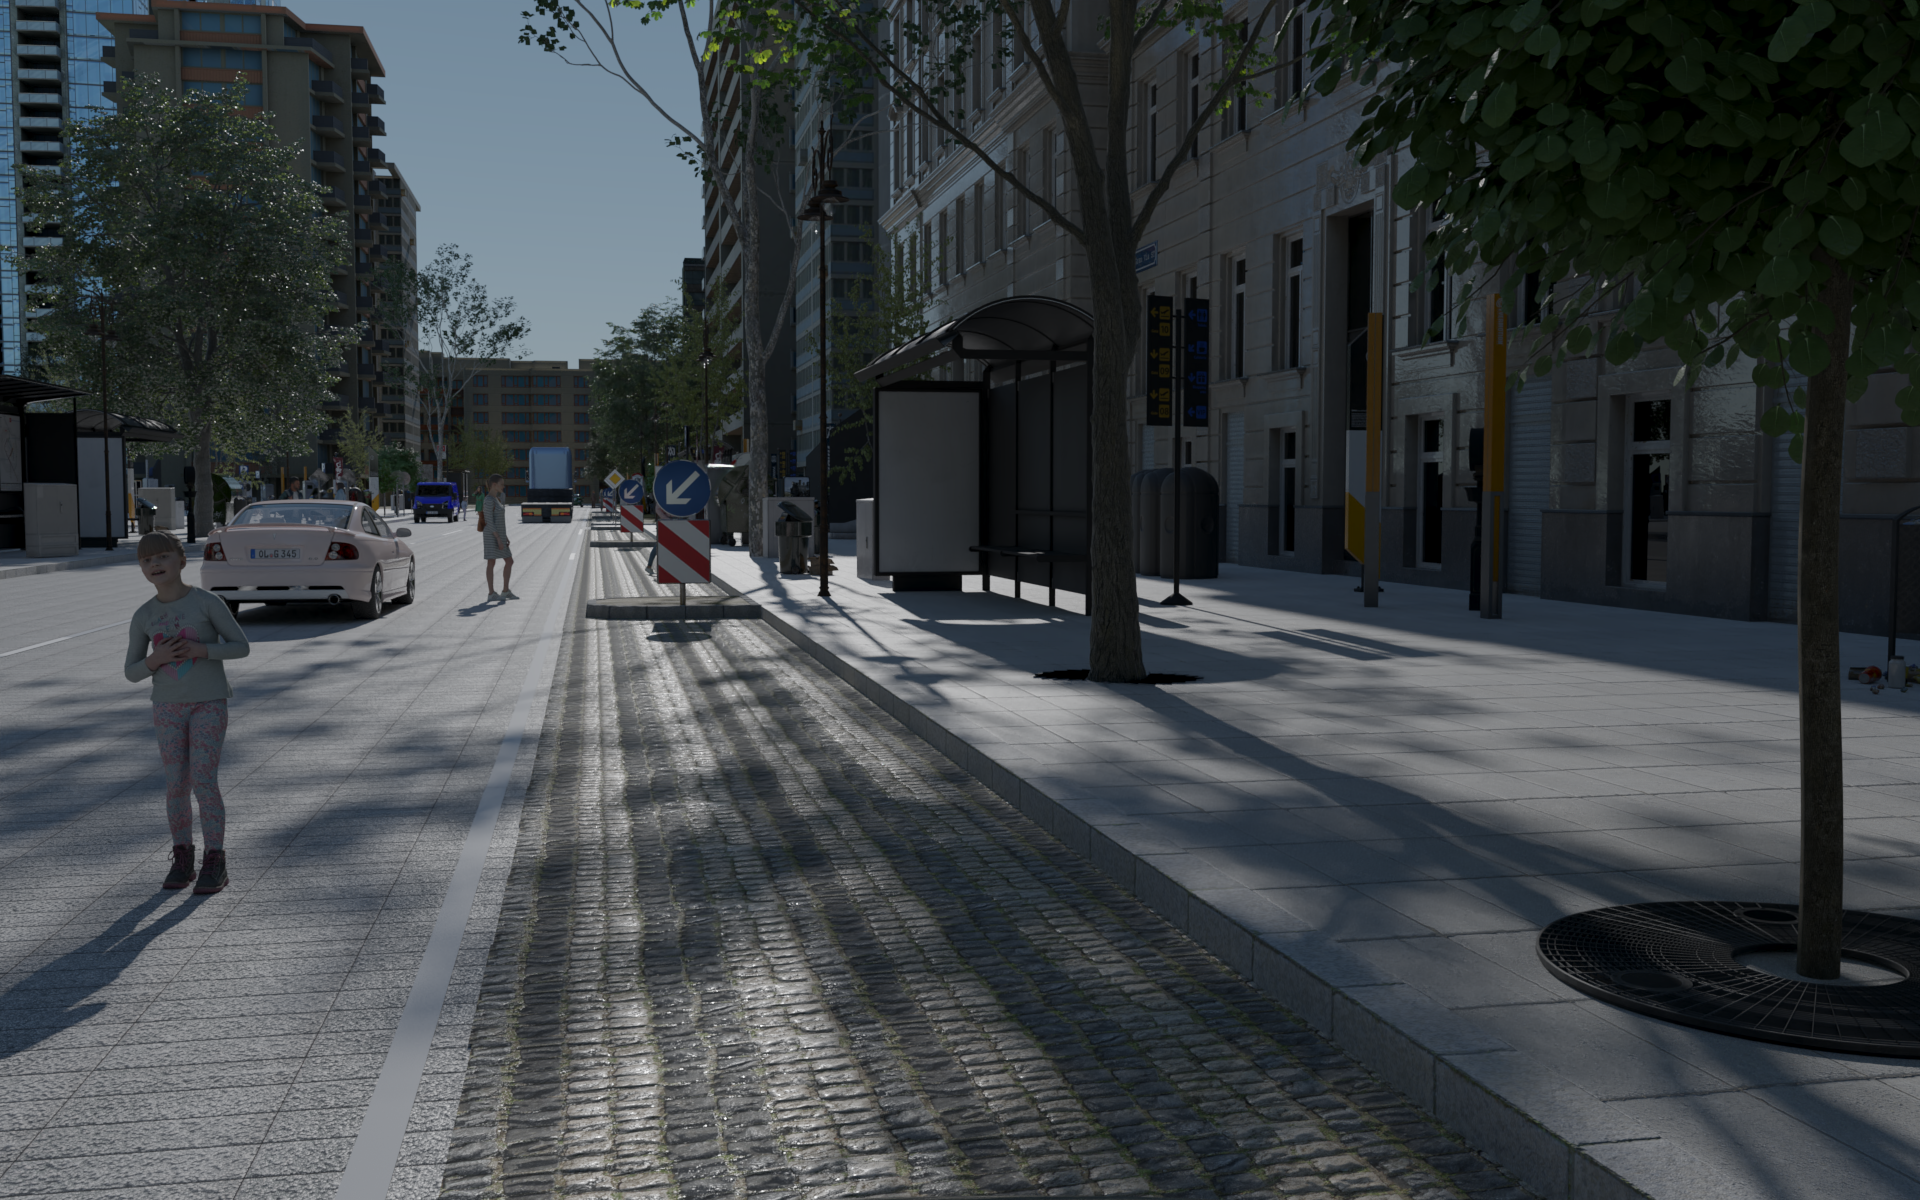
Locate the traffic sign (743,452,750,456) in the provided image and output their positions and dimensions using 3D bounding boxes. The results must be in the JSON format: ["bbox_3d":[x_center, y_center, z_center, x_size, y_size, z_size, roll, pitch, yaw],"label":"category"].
[{"bbox_3d":[-6.484,-3.235,53.005,0.768,2.556,0.104,0,4,-5],"label":"traffic sign"}]

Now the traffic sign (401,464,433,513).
[{"bbox_3d":[-37.358,-7.652,118.977,2.265,3.308,0.079,0,4,-5],"label":"traffic sign"}]

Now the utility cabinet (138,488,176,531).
[{"bbox_3d":[-27.840,-3.141,60.027,1.173,1.500,0.318,0,4,5],"label":"utility cabinet"}]

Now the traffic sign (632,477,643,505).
[{"bbox_3d":[-18.507,-5.953,99.455,0.606,2.300,0.079,0,4,-7],"label":"traffic sign"}]

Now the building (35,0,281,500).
[{"bbox_3d":[-105.134,-56.532,236.962,31.000,86.520,22.319,-1,4,-12],"label":"building"}]

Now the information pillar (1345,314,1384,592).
[{"bbox_3d":[5.285,-1.911,22.597,0.504,3.616,0.183,-1,4,-14],"label":"information pillar"}]

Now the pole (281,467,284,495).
[{"bbox_3d":[-51.317,-8.404,131.249,0.158,3.312,0.155,0,3,0],"label":"pole"}]

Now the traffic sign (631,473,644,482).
[{"bbox_3d":[-19.244,-6.317,103.386,0.768,2.556,0.104,0,4,-6],"label":"traffic sign"}]

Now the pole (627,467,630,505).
[{"bbox_3d":[-24.140,-8.089,126.103,0.158,3.312,0.155,0,3,0],"label":"pole"}]

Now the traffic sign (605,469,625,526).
[{"bbox_3d":[-13.750,-4.004,69.103,0.795,2.450,0.064,-1,4,-12],"label":"traffic sign"}]

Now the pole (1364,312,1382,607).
[{"bbox_3d":[4.672,-1.575,19.594,0.158,3.312,0.155,0,3,0],"label":"pole"}]

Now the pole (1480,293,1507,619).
[{"bbox_3d":[5.473,-1.462,17.750,0.158,3.312,0.155,0,3,0],"label":"pole"}]

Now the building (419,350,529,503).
[{"bbox_3d":[-76.018,-24.717,249.167,28.899,21.520,27.650,-1,4,-12],"label":"building"}]

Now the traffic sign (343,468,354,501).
[{"bbox_3d":[-30.539,-5.263,86.150,0.768,2.556,0.104,0,4,-3],"label":"traffic sign"}]

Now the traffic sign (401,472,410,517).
[{"bbox_3d":[-31.571,-6.005,98.281,0.768,2.556,0.104,-1,4,-10],"label":"traffic sign"}]

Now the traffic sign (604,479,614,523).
[{"bbox_3d":[-15.405,-4.482,76.915,0.795,2.450,0.064,-1,4,-12],"label":"traffic sign"}]

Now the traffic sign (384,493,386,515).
[{"bbox_3d":[-35.609,-6.549,107.184,0.768,2.556,0.104,0,4,-6],"label":"traffic sign"}]

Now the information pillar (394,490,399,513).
[{"bbox_3d":[-37.657,-6.803,115.726,0.304,2.012,0.304,-1,4,-8],"label":"information pillar"}]

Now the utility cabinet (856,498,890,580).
[{"bbox_3d":[-1.322,-0.920,26.199,0.306,1.237,1.020,-1,4,-17],"label":"utility cabinet"}]

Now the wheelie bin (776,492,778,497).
[{"bbox_3d":[-12.210,-6.404,112.619,0.980,1.594,0.693,-2,4,-30],"label":"wheelie bin"}]

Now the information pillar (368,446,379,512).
[{"bbox_3d":[-28.730,-5.719,84.855,0.183,3.616,0.504,3,4,36],"label":"information pillar"}]

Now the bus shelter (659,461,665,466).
[{"bbox_3d":[-16.728,-6.537,100.796,2.014,3.302,5.546,-1,4,-12],"label":"bus shelter"}]

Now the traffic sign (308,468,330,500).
[{"bbox_3d":[-24.706,-3.864,66.812,0.795,2.450,0.064,-1,4,-12],"label":"traffic sign"}]

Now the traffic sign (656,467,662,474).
[{"bbox_3d":[-10.809,-3.737,63.227,0.606,2.300,0.079,-1,4,-10],"label":"traffic sign"}]

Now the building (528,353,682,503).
[{"bbox_3d":[-47.560,-25.029,254.264,28.899,21.520,27.650,-1,4,-12],"label":"building"}]

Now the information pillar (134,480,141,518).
[{"bbox_3d":[-44.400,-5.444,93.493,0.304,2.012,0.304,3,4,37],"label":"information pillar"}]

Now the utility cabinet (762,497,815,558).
[{"bbox_3d":[-3.464,-1.458,34.994,1.020,1.237,0.306,-2,4,-29],"label":"utility cabinet"}]

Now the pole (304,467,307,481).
[{"bbox_3d":[-48.631,-8.249,128.716,0.158,3.312,0.155,0,3,0],"label":"pole"}]

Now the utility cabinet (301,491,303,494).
[{"bbox_3d":[-42.663,-6.294,111.582,1.173,1.500,0.318,2,4,28],"label":"utility cabinet"}]

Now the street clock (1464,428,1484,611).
[{"bbox_3d":[5.717,-0.885,19.045,0.358,2.002,0.471,1,4,21],"label":"street clock"}]

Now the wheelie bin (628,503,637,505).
[{"bbox_3d":[-23.308,-7.063,123.392,0.693,1.594,0.980,2,4,32],"label":"wheelie bin"}]

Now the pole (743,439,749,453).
[{"bbox_3d":[-7.901,-4.296,64.081,0.158,3.312,0.155,0,3,0],"label":"pole"}]

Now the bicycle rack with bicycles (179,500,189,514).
[{"bbox_3d":[-50.711,-5.939,110.491,2.925,0.926,2.852,2,4,28],"label":"bicycle rack with bicycles"}]

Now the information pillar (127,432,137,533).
[{"bbox_3d":[-27.114,-3.993,56.638,0.183,3.616,0.504,-1,4,-14],"label":"information pillar"}]

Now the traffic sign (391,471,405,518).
[{"bbox_3d":[-30.744,-5.783,94.650,0.768,2.556,0.104,-1,4,-9],"label":"traffic sign"}]

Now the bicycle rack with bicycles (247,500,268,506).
[{"bbox_3d":[-41.128,-5.334,100.591,2.925,0.926,2.852,0,4,8],"label":"bicycle rack with bicycles"}]

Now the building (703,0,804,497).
[{"bbox_3d":[-13.141,-33.212,166.720,21.300,48.544,21.600,-1,4,-12],"label":"building"}]

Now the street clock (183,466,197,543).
[{"bbox_3d":[-20.071,-2.483,45.162,0.358,2.002,0.471,-2,4,-32],"label":"street clock"}]

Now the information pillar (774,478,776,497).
[{"bbox_3d":[-8.797,-4.683,81.056,0.304,2.012,0.304,-3,4,-39],"label":"information pillar"}]

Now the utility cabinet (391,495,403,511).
[{"bbox_3d":[-44.061,-7.608,135.555,0.306,1.237,1.020,2,4,30],"label":"utility cabinet"}]

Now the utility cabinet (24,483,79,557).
[{"bbox_3d":[-18.394,-1.615,35.092,0.318,1.500,1.173,1,4,10],"label":"utility cabinet"}]

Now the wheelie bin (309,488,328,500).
[{"bbox_3d":[-31.618,-4.744,85.466,0.693,1.594,0.980,1,4,20],"label":"wheelie bin"}]

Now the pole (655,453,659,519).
[{"bbox_3d":[-15.146,-5.671,86.559,0.158,3.312,0.155,0,3,0],"label":"pole"}]

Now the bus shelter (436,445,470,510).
[{"bbox_3d":[-42.175,-10.185,144.158,2.179,5.291,8.768,-1,4,-12],"label":"bus shelter"}]

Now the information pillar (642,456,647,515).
[{"bbox_3d":[-19.605,-7.089,107.266,0.183,3.616,0.504,1,4,11],"label":"information pillar"}]

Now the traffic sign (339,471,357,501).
[{"bbox_3d":[-26.361,-4.341,74.624,0.795,2.450,0.064,-1,4,-12],"label":"traffic sign"}]

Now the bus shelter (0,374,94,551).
[{"bbox_3d":[-20.156,-2.786,36.830,1.731,3.624,6.357,-1,4,-12],"label":"bus shelter"}]

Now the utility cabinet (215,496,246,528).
[{"bbox_3d":[-26.697,-3.195,63.400,1.020,1.237,0.306,-3,4,-37],"label":"utility cabinet"}]

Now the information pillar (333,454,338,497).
[{"bbox_3d":[-36.061,-6.651,100.098,0.183,3.616,0.504,0,4,7],"label":"information pillar"}]
